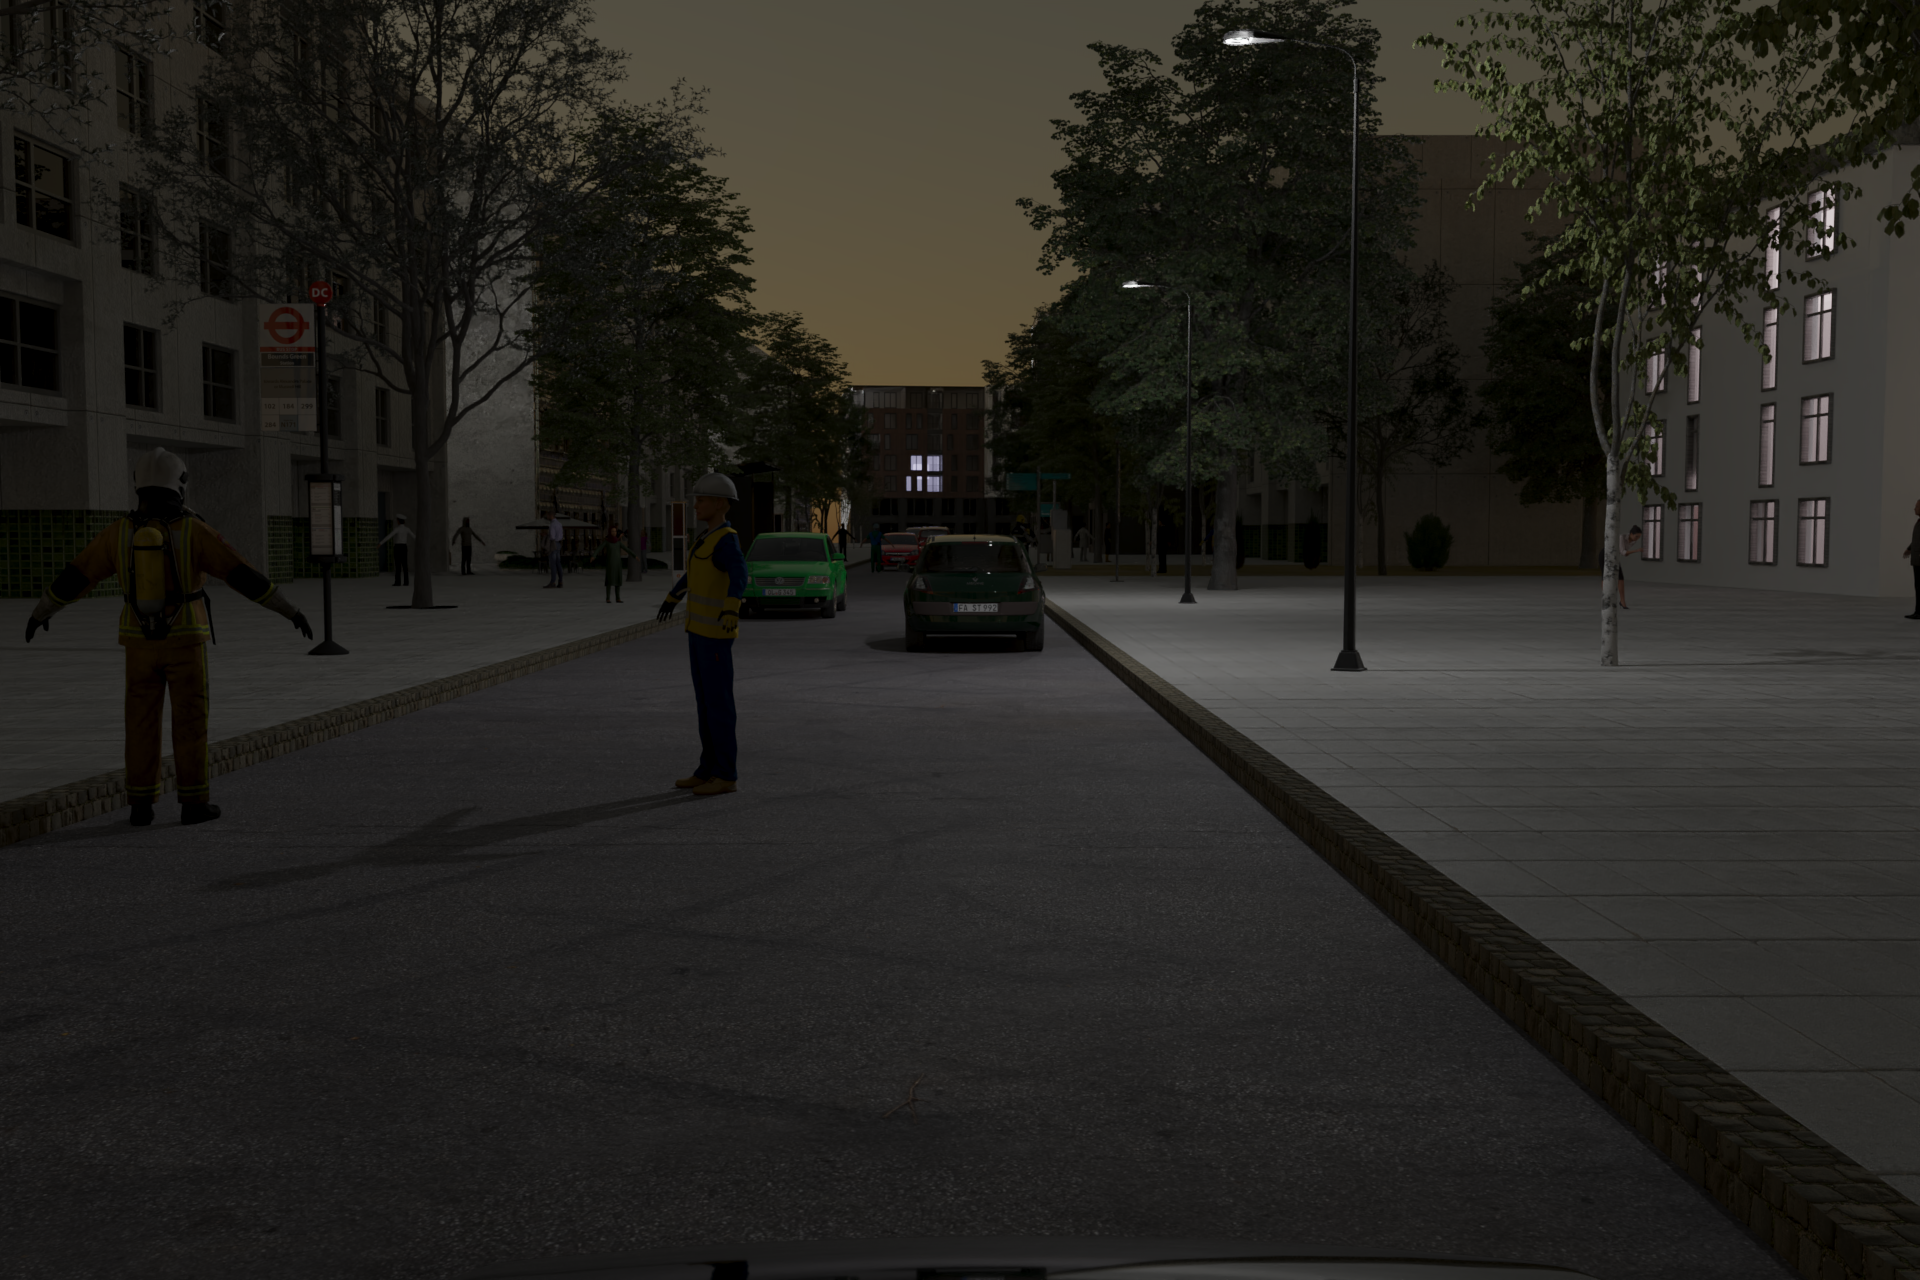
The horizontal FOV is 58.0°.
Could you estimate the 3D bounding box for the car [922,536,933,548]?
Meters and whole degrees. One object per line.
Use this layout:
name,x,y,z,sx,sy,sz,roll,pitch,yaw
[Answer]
car,-0.687,-3.703,72.912,2.083,1.381,4.827,0,4,0

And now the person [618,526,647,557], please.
person,-14.060,-4.158,74.128,1.345,1.843,0.704,-2,4,-26

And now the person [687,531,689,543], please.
person,-12.146,-4.256,75.713,0.704,1.817,1.347,-3,5,-40

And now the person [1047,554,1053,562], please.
person,4.247,-4.568,80.965,1.348,1.796,0.705,2,4,28

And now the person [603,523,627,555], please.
person,-16.703,-4.793,84.301,1.347,1.837,0.705,0,4,-7

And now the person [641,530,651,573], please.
person,-10.465,-2.917,56.960,0.991,1.433,0.599,3,5,41

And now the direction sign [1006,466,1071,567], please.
direction sign,3.084,-4.808,67.379,2.525,3.948,1.411,0,4,0

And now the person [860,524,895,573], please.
person,-3.068,-3.364,63.588,1.347,1.817,0.704,1,4,16

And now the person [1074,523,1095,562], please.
person,5.798,-4.570,80.903,1.347,1.806,0.705,3,5,43

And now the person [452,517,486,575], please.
person,-15.453,-2.946,54.298,0.705,1.813,1.348,2,4,31

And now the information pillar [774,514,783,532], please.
information pillar,-6.529,-3.538,62.343,0.304,2.012,0.304,0,4,2

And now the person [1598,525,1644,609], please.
person,11.313,-1.246,29.600,0.799,1.438,0.628,2,4,30

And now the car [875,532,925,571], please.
car,-2.378,-3.604,67.959,2.155,1.783,4.494,0,4,0

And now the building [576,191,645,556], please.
building,-24.925,-14.715,97.005,16.016,20.090,11.380,0,4,-1

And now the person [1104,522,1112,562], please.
person,6.760,-4.451,78.904,0.704,1.812,1.346,0,4,4

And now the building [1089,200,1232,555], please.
building,22.859,-17.036,122.519,27.936,21.610,32.646,0,4,0

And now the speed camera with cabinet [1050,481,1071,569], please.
speed camera with cabinet,3.724,-4.245,63.743,0.660,3.252,2.038,0,4,-2

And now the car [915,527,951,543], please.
car,-1.285,-4.908,88.923,2.281,1.827,5.304,0,4,0

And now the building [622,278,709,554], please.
building,-29.145,-16.022,128.420,16.747,18.905,31.486,0,4,-1

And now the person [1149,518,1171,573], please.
person,6.624,-3.101,56.886,0.705,1.806,1.347,2,4,35

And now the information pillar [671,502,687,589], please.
information pillar,-6.376,-2.132,39.357,0.304,2.012,0.304,0,4,1

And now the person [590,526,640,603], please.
person,-6.417,-1.404,32.167,0.989,1.438,0.599,-3,4,-37

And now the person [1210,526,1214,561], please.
person,12.128,-4.650,82.833,0.721,1.733,1.217,3,5,42

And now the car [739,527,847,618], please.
car,-2.994,-1.348,30.840,1.959,1.807,4.718,0,4,0

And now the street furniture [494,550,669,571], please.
street furniture,-14.581,-3.023,65.059,5.734,0.657,10.072,-1,4,-21

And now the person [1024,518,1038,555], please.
person,2.304,-3.467,62.463,1.354,1.856,0.705,-2,4,-32

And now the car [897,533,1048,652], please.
car,0.166,-0.779,22.518,2.009,1.686,4.222,0,4,0

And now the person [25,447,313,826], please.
person,-3.936,-0.022,8.593,1.354,1.858,0.705,-1,4,-10

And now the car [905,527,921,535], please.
car,-2.356,-5.560,99.572,2.281,1.827,5.304,0,4,0

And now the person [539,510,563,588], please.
person,-9.716,-2.143,40.953,0.599,1.838,0.709,1,4,9

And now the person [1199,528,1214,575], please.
person,8.005,-2.924,53.783,1.349,1.833,0.705,-2,4,-34

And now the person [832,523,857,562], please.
person,-5.415,-4.536,80.382,1.346,1.802,0.704,2,4,25

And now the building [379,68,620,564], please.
building,-27.511,-15.428,83.169,19.493,23.208,18.063,0,4,0

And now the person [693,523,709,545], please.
person,-7.799,-2.918,54.438,1.216,1.740,0.721,-1,4,-21

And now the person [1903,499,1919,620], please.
person,14.477,-1.219,26.119,0.705,1.807,1.348,1,4,18

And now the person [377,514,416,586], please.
person,-13.869,-2.225,42.837,0.721,1.778,1.216,3,4,38

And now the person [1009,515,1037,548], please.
person,1.842,-2.837,52.154,0.704,1.858,1.351,-2,4,-34

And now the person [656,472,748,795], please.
person,-1.451,-0.043,9.629,0.721,1.772,1.216,-2,4,-27

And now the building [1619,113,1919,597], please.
building,23.087,-5.675,34.931,9.099,9.664,28.070,0,4,-1
